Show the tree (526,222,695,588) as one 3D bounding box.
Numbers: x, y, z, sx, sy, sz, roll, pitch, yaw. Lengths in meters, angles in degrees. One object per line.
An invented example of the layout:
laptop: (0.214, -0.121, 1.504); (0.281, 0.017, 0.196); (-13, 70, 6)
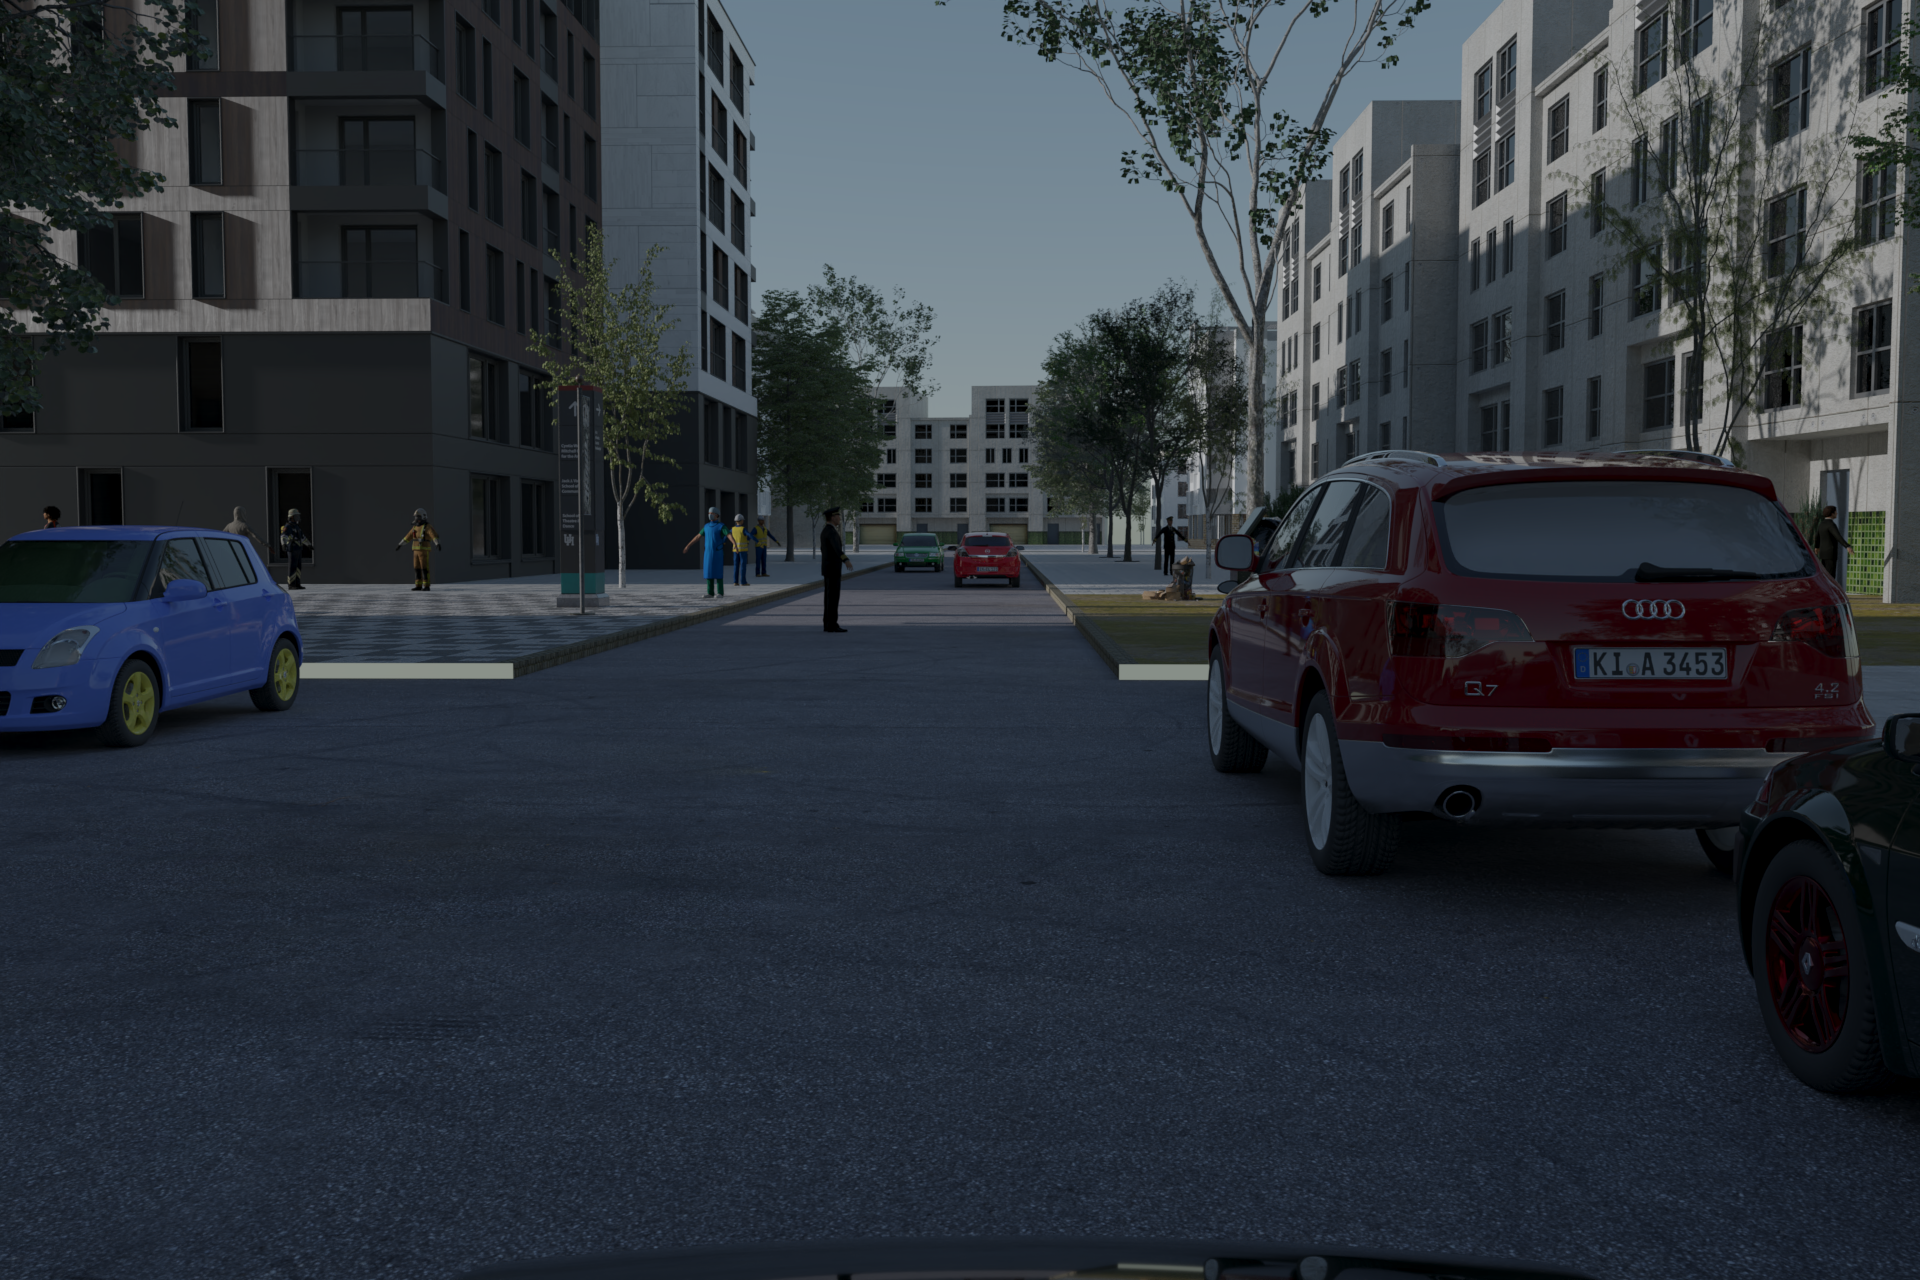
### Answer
tree: (-8.064, -5.541, 40.961); (4.737, 8.622, 4.395); (0, 3, 0)

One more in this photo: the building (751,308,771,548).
building: (-22.491, -17.628, 144.632); (16.016, 20.090, 11.380); (0, 4, 1)

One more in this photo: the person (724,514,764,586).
person: (-5.421, -2.237, 43.032); (1.216, 1.772, 0.721); (2, 4, 25)

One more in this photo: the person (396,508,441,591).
person: (-12.140, -2.032, 38.991); (1.354, 1.858, 0.705); (2, 4, 28)

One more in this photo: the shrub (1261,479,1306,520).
shrub: (4.562, -1.163, 23.434); (1.690, 2.028, 1.600); (0, 3, 0)

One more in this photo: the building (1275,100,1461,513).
building: (25.358, -13.013, 79.214); (16.747, 18.905, 31.486); (0, 4, 1)

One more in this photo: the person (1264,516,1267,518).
person: (7.018, -2.049, 40.308); (0.721, 1.733, 1.217); (2, 4, 27)

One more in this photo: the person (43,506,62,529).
person: (-17.477, -1.660, 33.284); (0.704, 1.843, 1.345); (-1, 4, -8)

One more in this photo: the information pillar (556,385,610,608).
information pillar: (-6.661, -2.516, 30.514); (0.750, 3.857, 0.750); (0, 4, 3)

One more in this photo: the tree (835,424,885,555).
tree: (-7.406, -9.588, 107.118); (4.360, 8.622, 3.978); (0, 3, 0)

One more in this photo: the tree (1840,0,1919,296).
tree: (16.718, -6.021, 24.195); (9.928, 11.665, 9.643); (0, 3, 0)

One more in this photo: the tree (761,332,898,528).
tree: (-7.308, -10.974, 97.554); (7.486, 12.596, 7.792); (0, 3, 0)

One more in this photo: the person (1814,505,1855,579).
person: (16.039, -1.573, 31.905); (0.705, 1.806, 1.347); (0, 4, 1)

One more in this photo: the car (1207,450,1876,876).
car: (2.522, -0.007, 8.793); (2.281, 1.827, 5.304); (0, 4, 1)

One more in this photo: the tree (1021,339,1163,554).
tree: (8.601, -12.555, 111.924); (9.857, 13.997, 8.962); (0, 3, 0)

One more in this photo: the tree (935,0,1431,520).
tree: (5.182, -11.157, 38.308); (12.611, 20.169, 13.585); (0, 3, 0)

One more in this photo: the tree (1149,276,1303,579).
tree: (7.040, -6.081, 49.792); (4.360, 8.622, 3.978); (0, 3, 0)

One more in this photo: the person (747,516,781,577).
person: (-5.945, -2.810, 51.920); (0.705, 1.833, 1.349); (3, 5, 42)

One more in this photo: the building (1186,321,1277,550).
building: (25.493, -18.236, 154.577); (16.016, 20.090, 11.380); (0, 4, 1)

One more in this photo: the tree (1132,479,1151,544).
tree: (22.487, -16.124, 213.991); (4.737, 8.622, 4.395); (0, 3, 0)

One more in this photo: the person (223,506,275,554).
person: (-13.832, -1.666, 33.368); (1.348, 1.813, 0.705); (1, 4, 16)

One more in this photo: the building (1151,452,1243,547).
building: (24.768, -14.137, 173.290); (9.099, 9.664, 28.070); (0, 4, 1)

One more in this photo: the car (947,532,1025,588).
car: (0.727, -2.376, 47.890); (2.155, 1.783, 4.494); (0, 3, 0)

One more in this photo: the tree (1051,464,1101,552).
tree: (8.945, -10.522, 122.396); (4.360, 8.622, 3.978); (0, 3, 0)

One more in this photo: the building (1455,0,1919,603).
building: (26.063, -11.046, 47.059); (16.747, 18.905, 31.486); (0, 4, 2)

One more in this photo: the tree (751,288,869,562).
tree: (-8.098, -9.962, 81.000); (7.486, 12.596, 7.792); (0, 3, 0)

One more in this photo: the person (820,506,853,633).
person: (-1.843, -1.036, 25.328); (0.705, 1.837, 1.347); (-1, 4, -19)

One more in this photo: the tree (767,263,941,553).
tree: (-7.203, -16.177, 120.381); (12.611, 20.169, 13.585); (0, 3, 0)

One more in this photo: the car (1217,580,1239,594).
car: (3.179, -0.133, 14.179); (2.014, 1.417, 4.499); (0, 4, 1)

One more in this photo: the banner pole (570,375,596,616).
banner pole: (-5.979, -2.298, 27.586); (0.401, 3.779, 0.863); (0, 4, 2)

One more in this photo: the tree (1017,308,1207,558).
tree: (8.241, -11.183, 93.215); (12.009, 13.543, 11.850); (0, 3, 0)

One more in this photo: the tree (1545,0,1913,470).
tree: (9.380, -4.409, 22.447); (4.360, 8.622, 3.978); (0, 3, 0)

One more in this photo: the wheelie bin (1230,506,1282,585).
wheelie bin: (3.470, -0.745, 20.094); (0.693, 1.594, 0.980); (0, 4, 0)

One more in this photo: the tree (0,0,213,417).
tree: (-11.792, -6.666, 15.639); (9.857, 13.997, 8.962); (0, 3, 0)

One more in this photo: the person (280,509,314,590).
person: (-15.297, -2.085, 39.876); (0.705, 1.856, 1.354); (0, 4, 6)

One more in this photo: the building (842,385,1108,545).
building: (2.275, -21.063, 213.287); (31.486, 18.905, 16.747); (0, 4, 6)

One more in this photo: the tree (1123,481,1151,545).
tree: (22.055, -15.790, 208.528); (4.360, 8.622, 3.978); (0, 3, 0)

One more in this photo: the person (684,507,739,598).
person: (-4.931, -1.743, 34.627); (1.347, 1.817, 0.704); (2, 4, 30)

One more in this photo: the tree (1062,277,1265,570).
tree: (7.376, -7.809, 62.097); (7.601, 10.594, 8.767); (-3, 5, -43)

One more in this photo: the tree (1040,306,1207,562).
tree: (7.642, -9.403, 79.493); (9.928, 11.665, 9.643); (0, 3, 0)

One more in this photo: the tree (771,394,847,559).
tree: (-7.386, -8.503, 89.392); (4.360, 8.622, 3.978); (0, 3, 0)

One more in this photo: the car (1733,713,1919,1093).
car: (3.014, 0.401, 3.239); (2.009, 1.686, 4.222); (0, 4, 1)

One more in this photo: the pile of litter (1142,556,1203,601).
pile of litter: (4.136, -1.215, 33.824); (1.176, 0.858, 1.719); (0, 4, 1)

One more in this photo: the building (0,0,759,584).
building: (-23.349, -13.216, 60.063); (27.936, 21.610, 32.646); (0, 4, 2)

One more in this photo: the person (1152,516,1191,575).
person: (6.512, -2.920, 53.681); (1.347, 1.837, 0.705); (-1, 4, -21)

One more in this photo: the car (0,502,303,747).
car: (-6.324, -0.194, 12.767); (1.945, 1.707, 3.694); (0, 4, 2)

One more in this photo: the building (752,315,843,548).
building: (-21.490, -20.688, 169.176); (19.493, 23.208, 18.063); (0, 4, 1)

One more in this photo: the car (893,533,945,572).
car: (-1.545, -3.511, 66.207); (1.959, 1.807, 4.718); (0, 4, 1)
